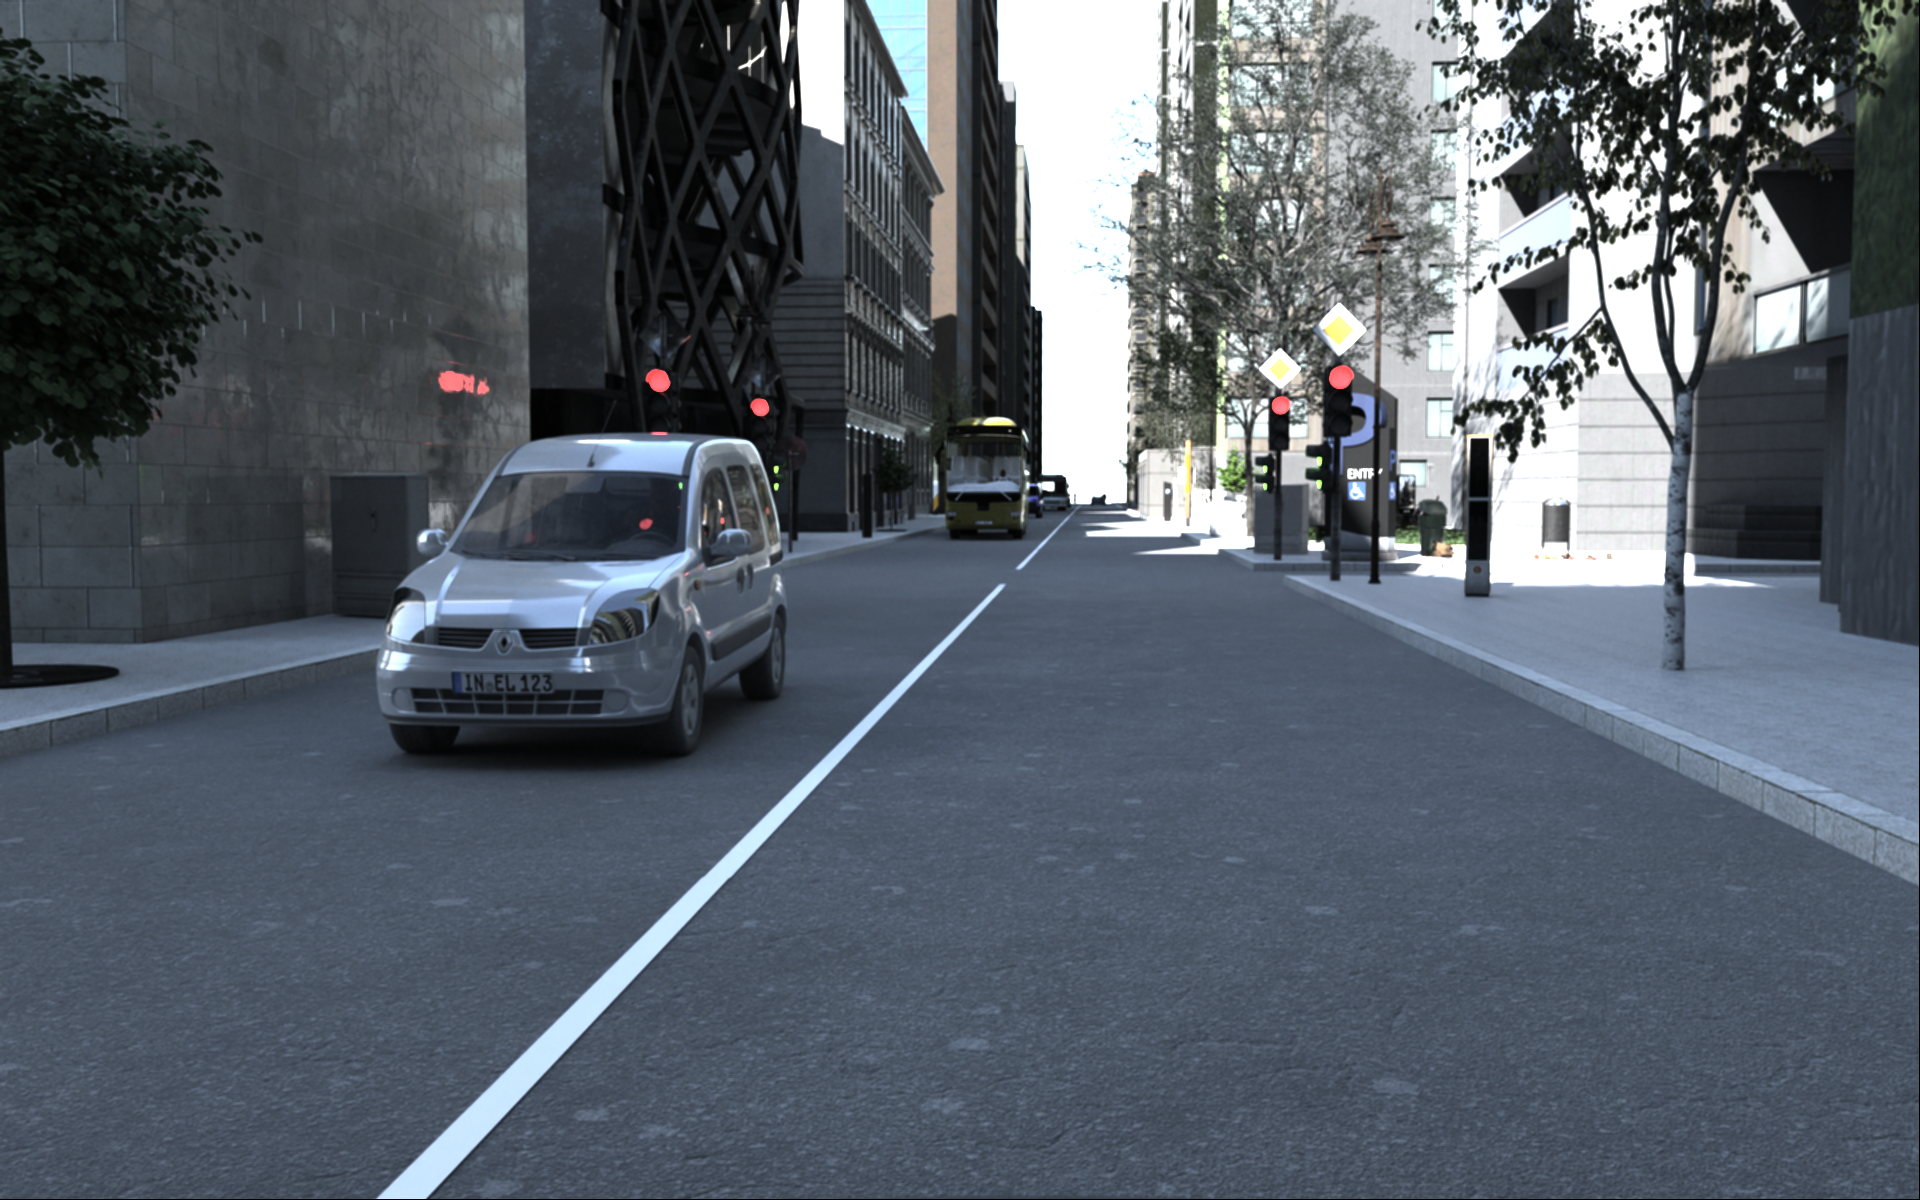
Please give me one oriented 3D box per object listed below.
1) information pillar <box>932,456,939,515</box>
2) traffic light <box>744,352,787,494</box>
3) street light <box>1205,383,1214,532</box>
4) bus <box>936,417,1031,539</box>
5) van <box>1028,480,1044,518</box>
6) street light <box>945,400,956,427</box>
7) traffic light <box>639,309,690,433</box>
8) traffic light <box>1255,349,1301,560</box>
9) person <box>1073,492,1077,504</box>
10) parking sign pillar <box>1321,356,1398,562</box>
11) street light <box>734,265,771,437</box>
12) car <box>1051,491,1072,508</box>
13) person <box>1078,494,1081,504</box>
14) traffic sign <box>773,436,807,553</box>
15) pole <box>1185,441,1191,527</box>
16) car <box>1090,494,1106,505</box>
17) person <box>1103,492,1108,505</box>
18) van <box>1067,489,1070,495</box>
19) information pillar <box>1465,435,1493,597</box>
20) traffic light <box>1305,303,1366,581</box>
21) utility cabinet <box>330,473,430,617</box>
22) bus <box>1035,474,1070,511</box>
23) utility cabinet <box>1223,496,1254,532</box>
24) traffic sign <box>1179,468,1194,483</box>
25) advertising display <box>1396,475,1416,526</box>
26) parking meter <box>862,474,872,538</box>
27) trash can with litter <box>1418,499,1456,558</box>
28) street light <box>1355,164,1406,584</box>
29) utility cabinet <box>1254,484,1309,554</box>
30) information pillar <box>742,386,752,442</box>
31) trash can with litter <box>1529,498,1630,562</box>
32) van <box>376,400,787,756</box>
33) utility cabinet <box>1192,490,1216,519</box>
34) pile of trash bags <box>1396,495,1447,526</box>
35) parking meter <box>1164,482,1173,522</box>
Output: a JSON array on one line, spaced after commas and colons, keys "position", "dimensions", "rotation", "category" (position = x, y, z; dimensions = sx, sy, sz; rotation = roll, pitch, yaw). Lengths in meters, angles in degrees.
[{"position": [-1.480, -7.045, 106.546], "dimensions": [0.183, 3.616, 0.504], "rotation": [-3, 4, -37], "category": "information pillar"}, {"position": [-3.874, -2.777, 34.321], "dimensions": [0.839, 4.253, 0.868], "rotation": [0, 4, 4], "category": "traffic light"}, {"position": [8.422, -5.211, 57.993], "dimensions": [0.468, 5.910, 1.993], "rotation": [0, 4, 4], "category": "street light"}, {"position": [1.019, -4.121, 58.928], "dimensions": [2.896, 3.916, 12.252], "rotation": [0, 4, 3], "category": "bus"}, {"position": [3.970, -6.113, 104.335], "dimensions": [2.240, 2.365, 5.245], "rotation": [0, 4, 5], "category": "van"}, {"position": [-0.460, -6.889, 85.424], "dimensions": [0.468, 5.910, 1.993], "rotation": [0, 4, 4], "category": "street light"}, {"position": [-4.477, -2.290, 26.359], "dimensions": [0.839, 4.253, 0.868], "rotation": [0, 4, 4], "category": "traffic light"}, {"position": [6.160, -2.731, 33.580], "dimensions": [0.839, 4.253, 0.868], "rotation": [0, 4, 4], "category": "traffic light"}, {"position": [17.358, -15.425, 261.366], "dimensions": [0.621, 1.740, 0.551], "rotation": [3, 4, 38], "category": "person"}, {"position": [7.720, -2.745, 33.357], "dimensions": [1.447, 3.967, 1.447], "rotation": [2, 4, 35], "category": "parking sign pillar"}, {"position": [-4.188, -3.814, 35.143], "dimensions": [0.468, 5.910, 1.993], "rotation": [0, 4, 4], "category": "street light"}, {"position": [10.605, -10.586, 181.759], "dimensions": [2.281, 1.827, 5.304], "rotation": [0, 4, 5], "category": "car"}, {"position": [17.123, -14.401, 247.214], "dimensions": [0.557, 1.426, 1.065], "rotation": [-1, 4, -17], "category": "person"}, {"position": [-3.721, -2.313, 37.930], "dimensions": [0.768, 2.556, 0.104], "rotation": [1, 4, 10], "category": "traffic sign"}, {"position": [8.765, -4.442, 66.467], "dimensions": [0.158, 3.312, 0.155], "rotation": [0, 3, 0], "category": "pole"}, {"position": [17.532, -12.732, 220.168], "dimensions": [2.014, 1.417, 4.499], "rotation": [0, 4, 6], "category": "car"}, {"position": [18.790, -13.199, 224.851], "dimensions": [0.434, 1.755, 0.990], "rotation": [-3, 5, -43], "category": "person"}, {"position": [12.231, -12.473, 208.321], "dimensions": [2.240, 2.365, 5.245], "rotation": [0, 4, 6], "category": "van"}, {"position": [6.498, -1.052, 21.688], "dimensions": [0.304, 2.012, 0.304], "rotation": [1, 4, 19], "category": "information pillar"}, {"position": [5.557, -2.244, 25.618], "dimensions": [0.839, 4.253, 0.868], "rotation": [0, 4, 4], "category": "traffic light"}, {"position": [-6.032, -0.569, 17.983], "dimensions": [1.173, 1.500, 0.318], "rotation": [2, 4, 32], "category": "utility cabinet"}, {"position": [8.079, -9.659, 152.788], "dimensions": [2.948, 3.499, 13.247], "rotation": [0, 4, 2], "category": "bus"}, {"position": [9.550, -2.945, 59.319], "dimensions": [1.020, 1.237, 0.306], "rotation": [2, 4, 26], "category": "utility cabinet"}, {"position": [8.772, -3.970, 67.035], "dimensions": [0.606, 2.300, 0.079], "rotation": [1, 4, 8], "category": "traffic sign"}, {"position": [14.772, -3.194, 57.434], "dimensions": [0.974, 1.923, 0.123], "rotation": [-3, 5, -42], "category": "advertising display"}, {"position": [-2.746, -2.775, 51.087], "dimensions": [0.255, 1.863, 0.399], "rotation": [-1, 4, -11], "category": "parking meter"}, {"position": [9.753, -1.457, 35.203], "dimensions": [0.624, 1.170, 1.055], "rotation": [-1, 4, -12], "category": "trash can with litter"}, {"position": [5.955, -3.175, 24.699], "dimensions": [0.468, 5.910, 1.993], "rotation": [0, 4, 4], "category": "street light"}, {"position": [6.858, -1.732, 37.004], "dimensions": [1.173, 1.500, 0.318], "rotation": [3, 5, 42], "category": "utility cabinet"}, {"position": [-4.564, -2.813, 37.340], "dimensions": [0.183, 3.616, 0.504], "rotation": [-2, 4, -28], "category": "information pillar"}, {"position": [11.998, -1.380, 33.623], "dimensions": [2.233, 1.210, 1.678], "rotation": [0, 4, -1], "category": "trash can with litter"}, {"position": [-2.185, -0.234, 10.838], "dimensions": [2.013, 2.044, 4.112], "rotation": [0, 4, 4], "category": "van"}, {"position": [12.255, -4.790, 86.998], "dimensions": [1.173, 1.500, 0.318], "rotation": [0, 4, -3], "category": "utility cabinet"}, {"position": [16.739, -3.169, 61.561], "dimensions": [1.912, 1.369, 3.447], "rotation": [-3, 5, -40], "category": "pile of trash bags"}, {"position": [9.612, -4.543, 79.994], "dimensions": [0.399, 1.863, 0.255], "rotation": [0, 4, 8], "category": "parking meter"}]
